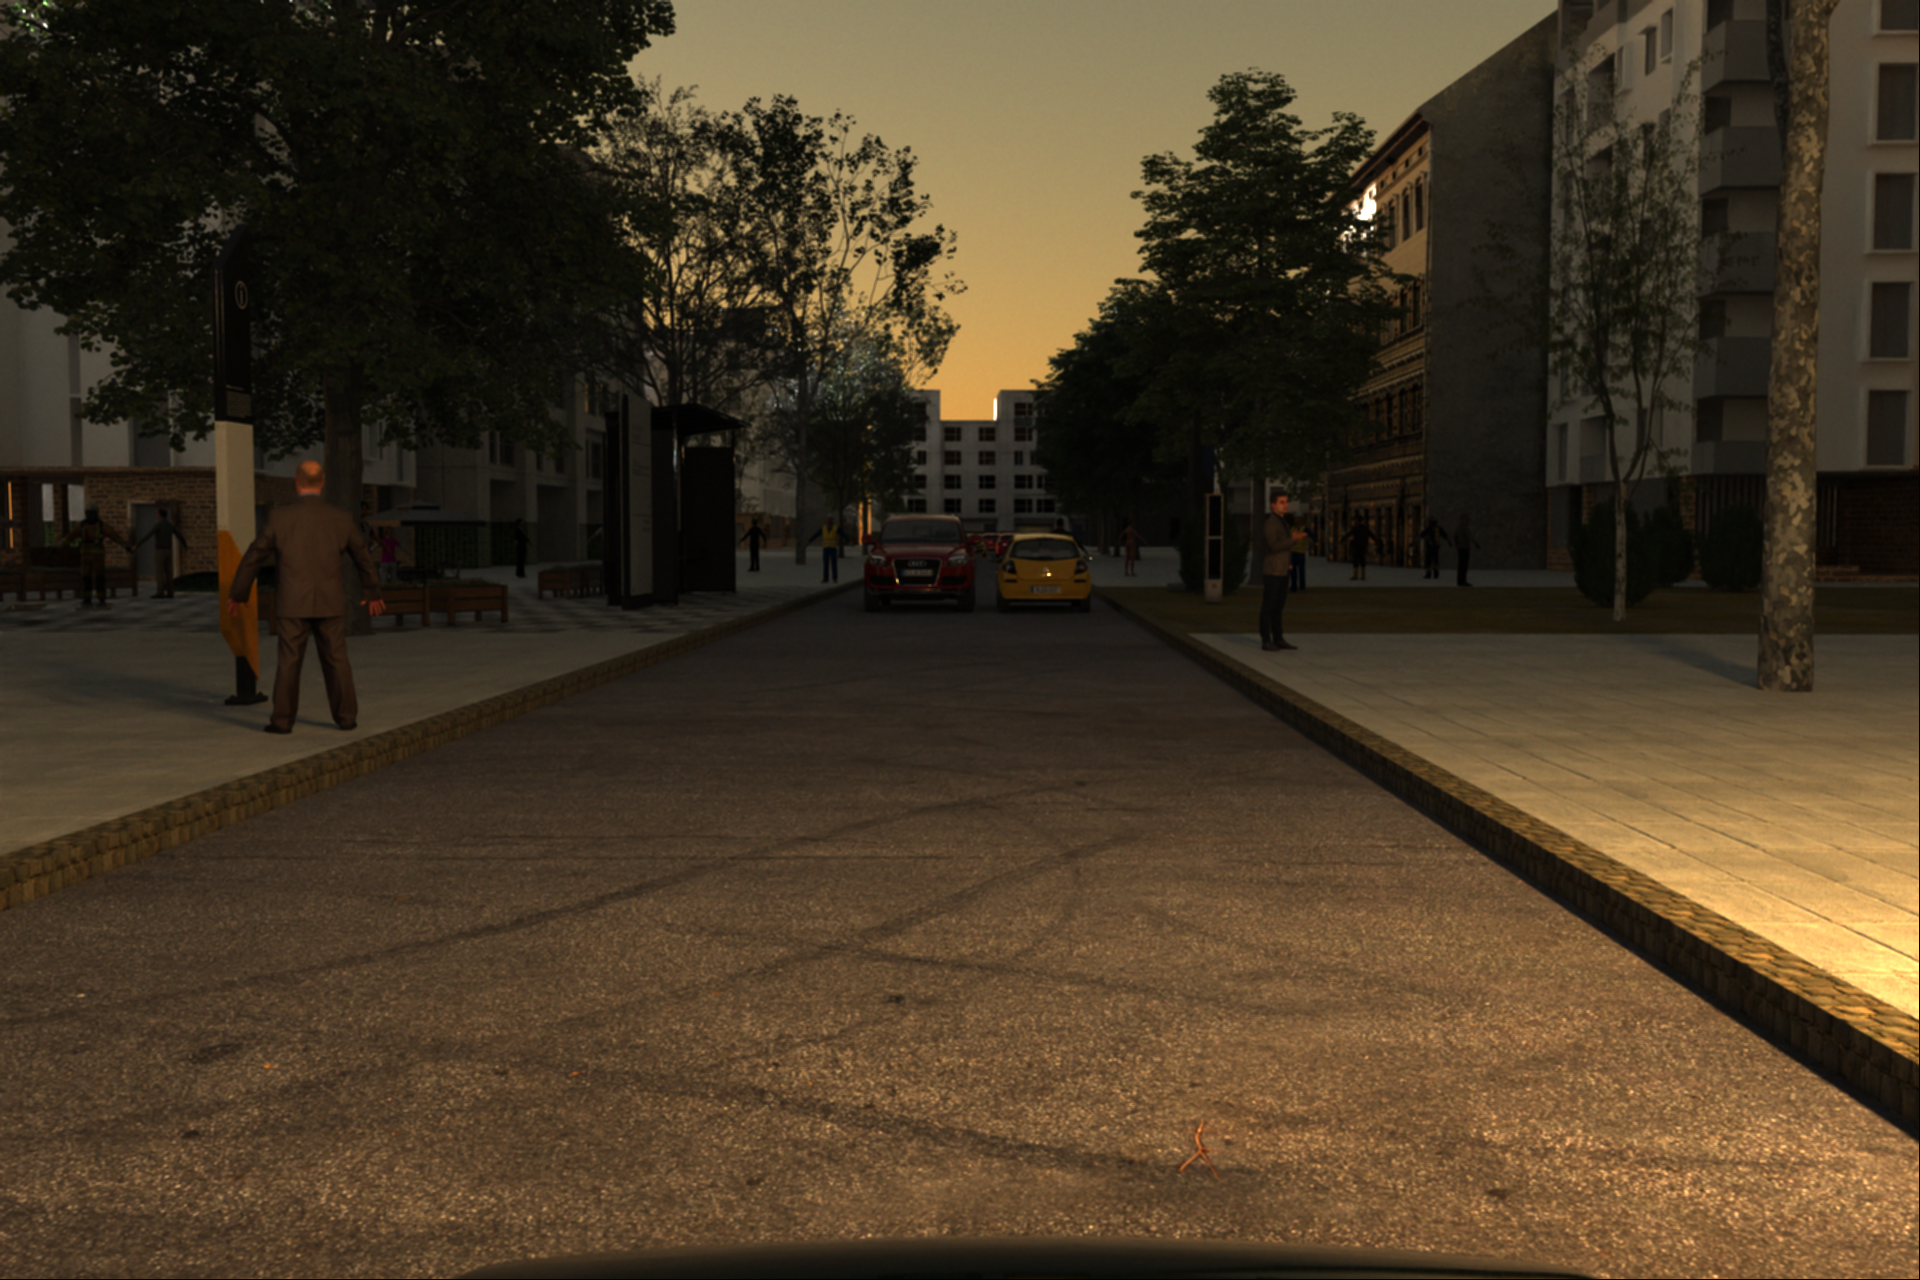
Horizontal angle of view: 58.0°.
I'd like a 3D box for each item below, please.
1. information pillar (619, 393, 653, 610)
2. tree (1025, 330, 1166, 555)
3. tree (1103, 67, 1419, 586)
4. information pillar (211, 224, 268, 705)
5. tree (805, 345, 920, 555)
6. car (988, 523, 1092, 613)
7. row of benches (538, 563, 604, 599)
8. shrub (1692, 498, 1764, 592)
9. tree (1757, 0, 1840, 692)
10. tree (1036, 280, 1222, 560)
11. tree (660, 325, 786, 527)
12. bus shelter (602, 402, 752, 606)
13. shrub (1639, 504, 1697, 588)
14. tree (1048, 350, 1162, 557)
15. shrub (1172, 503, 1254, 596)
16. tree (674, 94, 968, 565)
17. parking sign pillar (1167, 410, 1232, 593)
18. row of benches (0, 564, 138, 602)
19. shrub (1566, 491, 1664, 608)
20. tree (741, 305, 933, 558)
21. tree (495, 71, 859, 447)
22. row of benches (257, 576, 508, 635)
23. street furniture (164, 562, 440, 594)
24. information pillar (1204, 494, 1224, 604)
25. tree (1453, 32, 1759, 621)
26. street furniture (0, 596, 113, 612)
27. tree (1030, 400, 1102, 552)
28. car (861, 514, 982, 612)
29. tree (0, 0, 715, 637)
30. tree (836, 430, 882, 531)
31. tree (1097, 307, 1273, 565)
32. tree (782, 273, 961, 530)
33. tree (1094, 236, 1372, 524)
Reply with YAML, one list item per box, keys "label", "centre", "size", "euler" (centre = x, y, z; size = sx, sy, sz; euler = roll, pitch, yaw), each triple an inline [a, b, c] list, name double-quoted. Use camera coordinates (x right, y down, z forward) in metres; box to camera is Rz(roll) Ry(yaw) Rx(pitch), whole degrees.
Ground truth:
- label: "information pillar"
  centre: [-5.563, -2.353, 29.793]
  size: [0.184, 3.620, 1.656]
  euler: [0, 4, 2]
- label: "tree"
  centre: [8.814, -12.189, 105.938]
  size: [9.857, 13.997, 8.962]
  euler: [0, 3, 0]
- label: "tree"
  centre: [7.438, -7.657, 43.323]
  size: [7.486, 12.596, 7.792]
  euler: [0, 3, 0]
- label: "information pillar"
  centre: [-5.413, -1.321, 12.947]
  size: [0.183, 3.616, 0.504]
  euler: [0, 4, 1]
- label: "tree"
  centre: [-6.114, -11.346, 103.632]
  size: [7.486, 12.596, 7.792]
  euler: [0, 3, 0]
- label: "car"
  centre: [1.550, -1.391, 32.968]
  size: [2.015, 1.641, 3.980]
  euler: [0, 4, 0]
- label: "row of benches"
  centre: [-7.864, -1.249, 35.885]
  size: [1.422, 0.672, 4.104]
  euler: [0, 4, 4]
- label: "shrub"
  centre: [17.130, -2.095, 38.291]
  size: [1.661, 2.075, 1.752]
  euler: [0, 3, 0]
- label: "tree"
  centre: [8.122, -9.609, 12.990]
  size: [12.611, 20.169, 13.585]
  euler: [0, 3, 0]
- label: "tree"
  centre: [8.450, -10.892, 84.747]
  size: [9.857, 13.997, 8.962]
  euler: [0, 3, 0]
- label: "tree"
  centre: [-7.720, -6.486, 56.403]
  size: [4.360, 8.622, 3.978]
  euler: [0, 3, 0]
- label: "bus shelter"
  centre: [-5.433, -2.615, 34.031]
  size: [1.731, 3.624, 6.357]
  euler: [0, 4, 2]
- label: "shrub"
  centre: [16.865, -2.274, 41.597]
  size: [1.690, 2.028, 1.600]
  euler: [0, 3, 0]
- label: "tree"
  centre: [8.758, -10.430, 96.287]
  size: [9.928, 11.665, 9.643]
  euler: [0, 3, 0]
- label: "shrub"
  centre: [5.286, -1.947, 36.256]
  size: [1.690, 2.028, 1.600]
  euler: [0, 3, 0]
- label: "tree"
  centre: [-6.085, -13.294, 73.251]
  size: [12.611, 20.169, 13.585]
  euler: [0, 3, 0]
- label: "parking sign pillar"
  centre: [5.316, -3.051, 38.359]
  size: [1.447, 3.967, 1.447]
  euler: [0, 4, 2]
- label: "row of benches"
  centre: [-17.744, -1.129, 33.916]
  size: [1.422, 0.672, 4.104]
  euler: [1, 4, 17]
- label: "shrub"
  centre: [11.487, -1.588, 30.380]
  size: [1.690, 2.028, 1.600]
  euler: [0, 3, 0]
- label: "tree"
  centre: [-6.259, -11.110, 92.026]
  size: [12.009, 13.543, 11.850]
  euler: [0, 3, 0]
- label: "tree"
  centre: [-7.545, -8.314, 46.304]
  size: [12.009, 13.543, 11.850]
  euler: [0, 3, 0]
- label: "row of benches"
  centre: [-7.857, -0.510, 23.801]
  size: [1.422, 0.672, 4.104]
  euler: [2, 4, 33]
- label: "street furniture"
  centre: [-15.806, -1.620, 42.111]
  size: [5.734, 0.657, 10.072]
  euler: [0, 4, -8]
- label: "information pillar"
  centre: [4.634, -1.661, 31.644]
  size: [0.304, 2.012, 0.304]
  euler: [0, 4, 0]
- label: "tree"
  centre: [9.956, -4.597, 25.517]
  size: [4.360, 8.622, 3.978]
  euler: [0, 3, 0]
- label: "street furniture"
  centre: [-18.765, -1.161, 25.832]
  size: [11.010, 1.723, 9.812]
  euler: [-2, 4, -25]
- label: "tree"
  centre: [9.812, -12.944, 122.006]
  size: [12.009, 13.543, 11.850]
  euler: [0, 3, 0]
- label: "car"
  centre: [-0.719, -1.520, 33.533]
  size: [2.281, 1.827, 5.304]
  euler: [0, 4, 1]
- label: "tree"
  centre: [-7.804, -7.033, 21.640]
  size: [9.857, 13.997, 8.962]
  euler: [0, 3, 0]
- label: "tree"
  centre: [-6.089, -10.040, 114.508]
  size: [4.360, 8.622, 3.978]
  euler: [0, 3, 0]
- label: "tree"
  centre: [9.142, -8.196, 68.415]
  size: [7.601, 10.594, 8.767]
  euler: [-3, 5, -41]
- label: "tree"
  centre: [-6.647, -16.532, 126.184]
  size: [12.611, 20.169, 13.585]
  euler: [0, 3, 0]
- label: "tree"
  centre: [8.196, -7.232, 52.648]
  size: [8.767, 10.594, 7.601]
  euler: [1, 4, 8]
